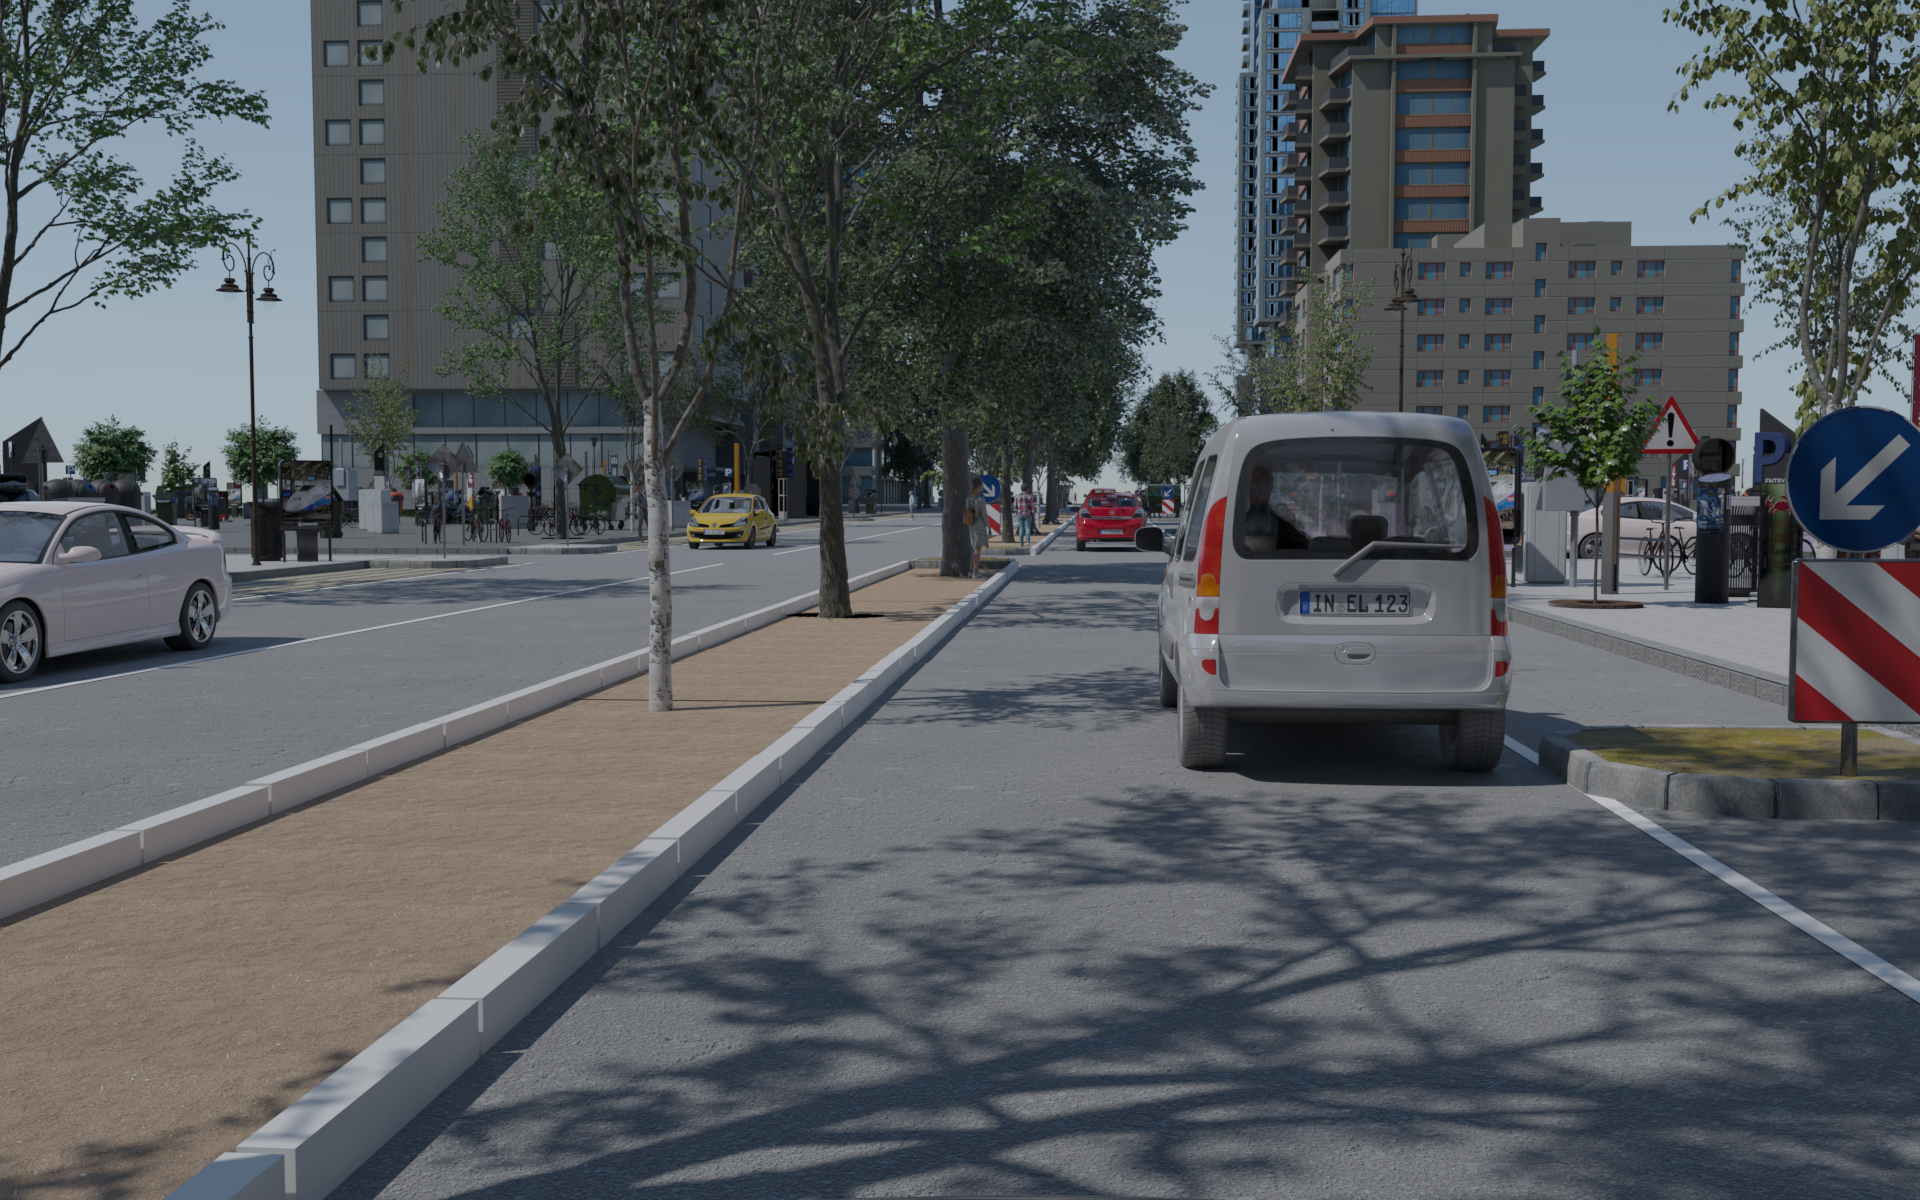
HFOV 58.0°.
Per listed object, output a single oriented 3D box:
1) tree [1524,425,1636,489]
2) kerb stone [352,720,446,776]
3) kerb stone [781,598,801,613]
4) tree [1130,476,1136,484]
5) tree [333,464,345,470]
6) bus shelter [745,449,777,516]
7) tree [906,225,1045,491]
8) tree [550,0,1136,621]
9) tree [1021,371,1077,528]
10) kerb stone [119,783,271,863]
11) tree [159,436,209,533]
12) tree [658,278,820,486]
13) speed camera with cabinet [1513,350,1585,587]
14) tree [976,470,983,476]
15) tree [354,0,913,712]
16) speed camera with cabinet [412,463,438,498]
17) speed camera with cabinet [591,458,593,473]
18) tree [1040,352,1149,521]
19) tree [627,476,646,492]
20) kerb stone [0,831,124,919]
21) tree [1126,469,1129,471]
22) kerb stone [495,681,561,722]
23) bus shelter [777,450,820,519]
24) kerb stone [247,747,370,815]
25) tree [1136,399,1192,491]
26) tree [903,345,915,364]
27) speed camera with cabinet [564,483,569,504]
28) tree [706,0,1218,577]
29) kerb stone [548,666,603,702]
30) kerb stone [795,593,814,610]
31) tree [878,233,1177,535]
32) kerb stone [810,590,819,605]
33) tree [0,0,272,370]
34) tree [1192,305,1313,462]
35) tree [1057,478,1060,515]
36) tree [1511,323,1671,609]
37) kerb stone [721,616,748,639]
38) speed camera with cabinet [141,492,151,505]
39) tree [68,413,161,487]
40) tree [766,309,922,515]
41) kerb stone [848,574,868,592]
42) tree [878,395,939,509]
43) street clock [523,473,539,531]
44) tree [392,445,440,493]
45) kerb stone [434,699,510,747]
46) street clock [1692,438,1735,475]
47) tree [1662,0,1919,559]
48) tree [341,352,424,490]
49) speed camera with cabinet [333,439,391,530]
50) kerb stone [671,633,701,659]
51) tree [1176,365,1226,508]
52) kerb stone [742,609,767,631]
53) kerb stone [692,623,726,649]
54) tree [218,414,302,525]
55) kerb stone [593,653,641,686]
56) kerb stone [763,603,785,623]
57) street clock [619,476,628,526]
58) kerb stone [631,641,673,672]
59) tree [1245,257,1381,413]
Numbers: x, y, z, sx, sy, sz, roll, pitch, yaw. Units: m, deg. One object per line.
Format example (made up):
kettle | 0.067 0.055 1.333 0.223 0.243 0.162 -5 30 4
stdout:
tree | 24.475 -5.285 70.122 4.285 4.588 4.351 0 3 0
kerb stone | -2.995 0.794 9.208 0.120 0.150 1.000 0 4 5
kerb stone | -2.060 0.106 20.455 0.120 0.150 1.000 0 4 5
tree | 20.964 -14.497 187.392 4.360 8.622 3.978 0 3 0
tree | -36.863 -6.571 102.043 1.663 3.219 1.824 0 3 0
bus shelter | -10.061 -6.225 93.056 1.731 3.624 6.357 0 4 5
tree | 0.593 -5.520 43.074 4.737 8.622 4.395 0 3 0
tree | -1.547 -5.602 19.811 9.928 11.665 9.643 0 3 0
tree | 3.343 -7.363 73.209 4.360 8.622 3.978 0 3 0
kerb stone | -3.160 0.929 7.168 0.120 0.150 1.000 0 4 5
tree | -26.249 -3.866 57.815 1.663 3.219 1.824 0 3 0
tree | -9.356 -8.637 75.628 8.767 10.594 7.601 0 4 -4
speed camera with cabinet | 8.363 -1.852 24.609 0.660 3.252 2.038 0 4 7
tree | 2.012 -14.300 217.518 4.285 4.588 4.351 0 3 0
tree | -1.971 -3.552 10.900 4.360 8.622 3.978 0 3 0
speed camera with cabinet | -34.640 -7.204 112.121 0.660 3.252 2.038 1 4 19
speed camera with cabinet | -19.381 -6.126 94.496 2.038 3.252 0.660 1 4 21
tree | 4.888 -11.014 92.901 12.009 13.543 11.850 0 3 0
tree | -21.007 -7.206 112.415 1.663 3.219 1.824 0 3 0
kerb stone | -3.243 0.992 6.150 0.120 0.150 1.000 0 4 5
tree | 27.837 -19.586 270.599 4.360 8.622 3.978 0 3 0
kerb stone | -2.824 0.670 11.248 0.120 0.150 1.000 0 4 5
bus shelter | -8.244 -6.228 93.108 1.731 3.624 6.357 0 4 5
kerb stone | -3.073 0.857 8.186 0.120 0.150 1.000 0 4 5
tree | 16.583 -11.207 133.589 4.360 8.622 3.978 0 3 0
tree | 0.369 -19.629 176.823 12.611 20.169 13.585 0 3 0
speed camera with cabinet | -23.036 -6.478 100.249 0.660 3.252 2.038 -1 4 -19
tree | -0.013 -7.371 29.621 9.857 13.997 8.962 0 3 0
kerb stone | -2.747 0.607 12.268 0.120 0.150 1.000 0 4 5
kerb stone | -1.989 0.044 21.482 0.120 0.150 1.000 0 4 5
tree | 2.355 -8.604 60.132 9.611 12.733 9.660 0 3 0
kerb stone | -1.898 -0.019 22.500 0.120 0.150 1.000 0 4 5
tree | -13.405 -5.970 23.366 9.928 11.665 9.643 0 3 0
tree | 11.761 -7.215 68.325 4.360 8.622 3.978 0 3 0
tree | 6.327 -10.782 113.158 8.767 10.594 7.601 0 4 5
tree | 7.130 -1.537 19.736 1.663 3.219 1.824 0 3 0
kerb stone | -2.320 0.295 17.387 0.120 0.150 1.000 0 4 5
speed camera with cabinet | -56.814 -7.632 119.113 0.660 3.252 2.038 3 5 43
tree | -34.447 -5.311 70.554 4.285 4.588 4.351 0 3 0
tree | -7.412 -12.054 107.446 12.009 13.543 11.850 0 3 0
kerb stone | -1.573 -0.269 26.598 0.120 0.150 1.000 0 4 5
tree | -3.296 -13.090 148.431 8.767 10.594 7.601 1 4 16
street clock | -14.788 -3.374 59.743 0.471 2.002 0.358 1 4 15
tree | -36.379 -8.111 116.327 4.285 4.588 4.351 0 3 0
kerb stone | -2.904 0.732 10.226 0.120 0.150 1.000 0 4 5
street clock | 9.759 -1.095 22.480 0.471 2.002 0.358 0 4 0
tree | 7.531 -3.912 14.325 4.737 8.622 4.395 0 3 0
tree | -29.306 -8.454 88.582 4.737 8.622 4.395 0 3 0
speed camera with cabinet | -21.330 -4.124 61.766 2.038 3.252 0.660 1 4 16
kerb stone | -2.490 0.428 15.340 0.120 0.150 1.000 0 4 5
tree | 19.475 -14.512 154.286 9.611 12.733 9.660 0 3 0
kerb stone | -2.231 0.231 18.412 0.120 0.150 1.000 0 4 5
kerb stone | -2.399 0.357 16.362 0.120 0.150 1.000 0 4 5
tree | -28.792 -5.356 71.285 4.285 4.588 4.351 0 3 0
kerb stone | -2.660 0.545 13.286 0.120 0.150 1.000 0 4 5
kerb stone | -2.149 0.171 19.437 0.120 0.150 1.000 0 4 5
street clock | -13.245 -3.862 67.721 0.471 2.002 0.358 -2 4 -25
kerb stone | -2.575 0.482 14.319 0.120 0.150 1.000 0 4 5
tree | 11.294 -6.361 54.370 4.737 8.622 4.395 0 3 0
